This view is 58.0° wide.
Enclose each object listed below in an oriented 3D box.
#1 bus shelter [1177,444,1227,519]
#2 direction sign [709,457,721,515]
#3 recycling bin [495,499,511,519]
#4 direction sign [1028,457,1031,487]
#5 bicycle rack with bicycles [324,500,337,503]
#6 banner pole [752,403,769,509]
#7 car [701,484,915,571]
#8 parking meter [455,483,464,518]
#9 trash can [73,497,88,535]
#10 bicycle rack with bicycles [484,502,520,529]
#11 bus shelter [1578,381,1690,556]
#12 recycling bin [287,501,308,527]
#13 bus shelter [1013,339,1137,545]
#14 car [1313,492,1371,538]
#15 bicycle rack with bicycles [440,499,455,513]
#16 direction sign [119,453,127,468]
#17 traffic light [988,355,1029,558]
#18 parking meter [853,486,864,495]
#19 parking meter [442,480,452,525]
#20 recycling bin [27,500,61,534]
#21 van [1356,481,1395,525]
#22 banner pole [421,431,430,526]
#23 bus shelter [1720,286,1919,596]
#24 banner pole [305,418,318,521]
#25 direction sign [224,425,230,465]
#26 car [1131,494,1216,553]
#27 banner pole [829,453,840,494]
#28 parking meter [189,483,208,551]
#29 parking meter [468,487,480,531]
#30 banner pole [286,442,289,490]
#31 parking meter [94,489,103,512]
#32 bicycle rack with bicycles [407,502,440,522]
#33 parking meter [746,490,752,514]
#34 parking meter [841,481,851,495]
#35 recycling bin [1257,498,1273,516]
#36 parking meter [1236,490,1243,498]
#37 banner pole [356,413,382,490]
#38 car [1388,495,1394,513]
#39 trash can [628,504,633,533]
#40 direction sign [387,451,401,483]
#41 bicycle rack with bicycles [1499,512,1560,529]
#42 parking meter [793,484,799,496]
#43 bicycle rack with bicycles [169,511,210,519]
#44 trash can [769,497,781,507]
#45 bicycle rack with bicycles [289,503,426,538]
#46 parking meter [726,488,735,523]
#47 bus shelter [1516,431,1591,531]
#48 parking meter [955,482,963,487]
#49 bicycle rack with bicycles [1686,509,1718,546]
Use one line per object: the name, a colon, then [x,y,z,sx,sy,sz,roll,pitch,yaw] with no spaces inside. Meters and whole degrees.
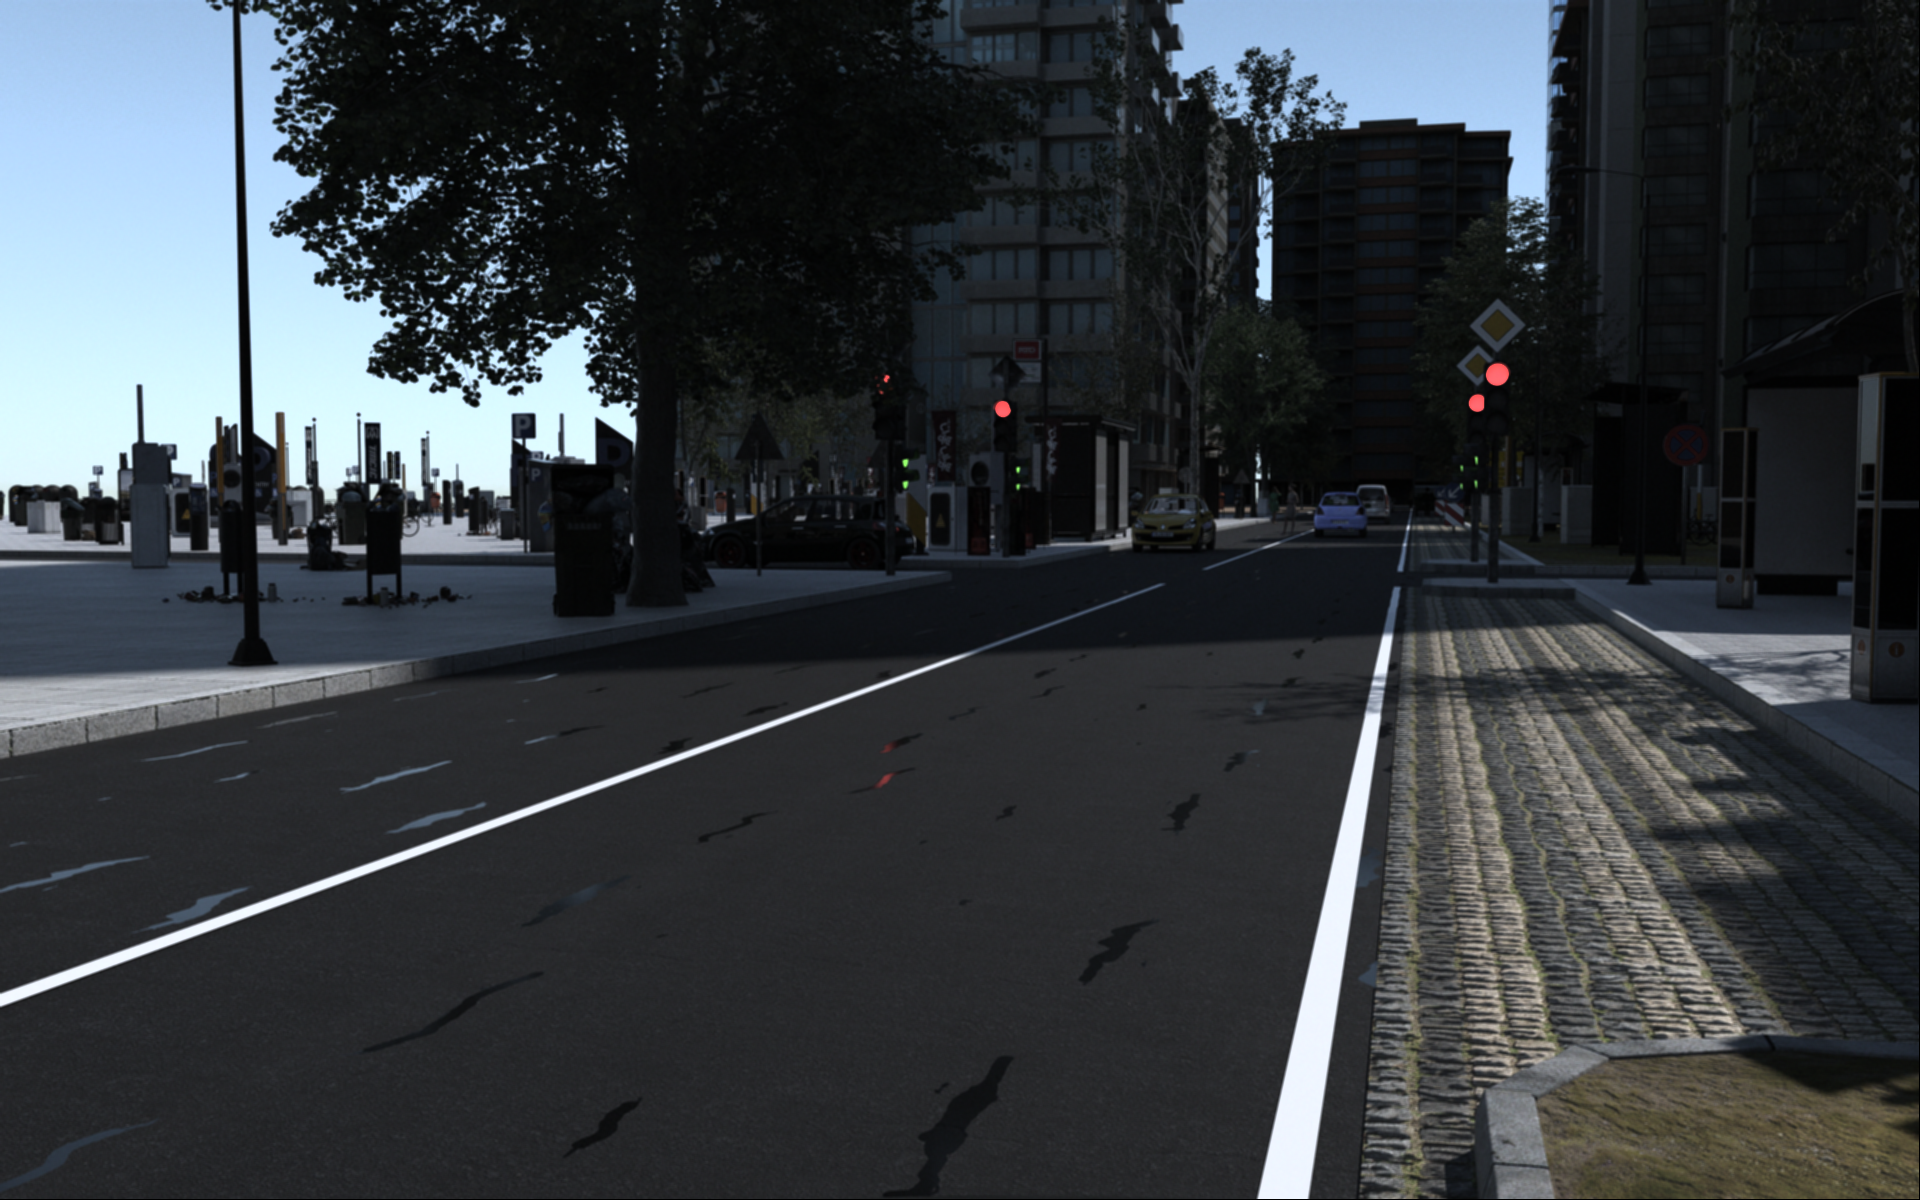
bus shelter: [11.876,-5.727,84.912,1.731,3.624,6.357,1,4,15]
direction sign: [-15.023,-6.981,106.129,0.379,3.537,0.876,3,5,45]
recycling bin: [-23.605,-4.721,89.746,0.722,1.027,0.722,1,4,14]
direction sign: [4.371,-7.008,106.581,0.379,3.537,0.876,-1,4,-21]
bicycle rack with bicycles: [-39.275,-5.782,107.923,2.852,0.926,2.925,2,4,27]
banner pole: [-5.468,-3.532,47.765,0.401,3.779,0.863,2,4,34]
car: [-2.944,-1.418,32.963,4.222,1.686,2.009,1,4,13]
parking meter: [-27.207,-5.409,94.151,0.255,1.863,0.399,3,5,42]
trash can: [-27.702,-2.643,54.873,0.748,1.137,0.748,0,3,0]
bicycle rack with bicycles: [-16.656,-3.117,64.350,2.852,0.926,2.925,-1,4,-12]
bus shelter: [14.990,-2.905,38.772,1.731,3.624,6.357,1,4,15]
recycling bin: [-25.817,-3.353,67.382,0.722,1.027,0.722,-2,4,-29]
bus shelter: [3.087,-4.260,47.279,2.179,5.291,8.768,1,4,15]
car: [12.829,-2.976,58.250,1.945,1.707,3.694,1,4,14]
bicycle rack with bicycles: [-35.703,-6.523,120.035,2.925,0.926,2.852,-2,4,-27]
direction sign: [-45.794,-6.292,94.870,0.876,3.537,0.379,3,5,42]
traffic light: [0.946,-2.815,34.943,0.839,4.253,0.868,1,4,15]
parking meter: [-3.309,-2.946,56.572,0.372,1.533,0.369,0,3,0]
parking meter: [-21.595,-4.112,72.938,0.255,1.863,0.399,0,4,4]
recycling bin: [-29.971,-2.698,56.668,0.722,1.027,0.722,1,4,17]
van: [19.367,-4.547,81.348,2.013,2.044,4.112,1,4,15]
banner pole: [-21.081,-4.793,68.385,0.401,3.779,0.863,0,4,7]
bus shelter: [10.068,-1.564,19.492,2.014,3.302,5.546,1,4,15]
banner pole: [-21.157,-4.069,56.549,0.401,3.779,0.863,0,4,7]
direction sign: [-24.258,-3.998,57.364,0.379,3.537,0.876,-2,4,-31]
car: [5.424,-2.052,43.769,2.015,1.641,3.980,1,4,15]
banner pole: [-6.595,-6.230,91.882,0.863,3.779,0.401,2,4,31]
parking meter: [-17.255,-1.886,39.255,0.372,1.533,0.369,0,3,0]
parking meter: [-16.818,-3.152,59.948,0.372,1.533,0.369,0,3,0]
banner pole: [-32.646,-5.732,83.739,0.401,3.779,0.863,1,4,19]
parking meter: [-40.531,-4.469,81.474,0.372,1.533,0.369,0,3,0]
bicycle rack with bicycles: [-25.207,-3.946,77.903,2.925,0.926,2.852,-1,4,-23]
parking meter: [-13.472,-6.251,110.619,0.372,1.533,0.369,0,3,0]
parking meter: [-5.066,-4.346,76.771,0.399,1.863,0.255,1,4,10]
recycling bin: [18.327,-5.596,104.053,0.722,1.027,0.722,3,5,43]
parking meter: [15.935,-5.523,98.704,0.372,1.533,0.369,0,3,0]
banner pole: [-18.241,-3.874,53.350,0.863,3.779,0.401,-1,4,-22]
car: [33.104,-7.574,136.197,2.083,1.381,4.827,1,4,16]
trash can: [-10.613,-2.749,56.606,0.748,1.137,0.748,0,3,0]
direction sign: [-30.075,-6.118,92.030,0.876,3.537,0.379,2,4,24]
bicycle rack with bicycles: [20.975,-3.066,63.505,2.925,0.926,2.852,-1,4,-13]
parking meter: [-9.524,-5.772,100.085,0.399,1.863,0.255,3,5,44]
bicycle rack with bicycles: [-29.963,-3.382,68.673,2.852,0.926,2.925,0,4,2]
trash can: [-8.933,-4.375,83.184,0.748,1.137,0.748,0,3,0]
bicycle rack with bicycles: [-17.876,-2.319,51.303,2.925,0.926,2.852,0,4,5]
parking meter: [-9.498,-3.875,71.768,0.372,1.533,0.369,0,3,0]
bus shelter: [19.736,-3.910,57.860,2.014,3.302,5.546,1,4,15]
parking meter: [-0.059,-5.004,87.521,0.399,1.863,0.255,3,5,41]
bicycle rack with bicycles: [18.072,-1.862,43.819,2.925,0.926,2.852,1,4,17]
